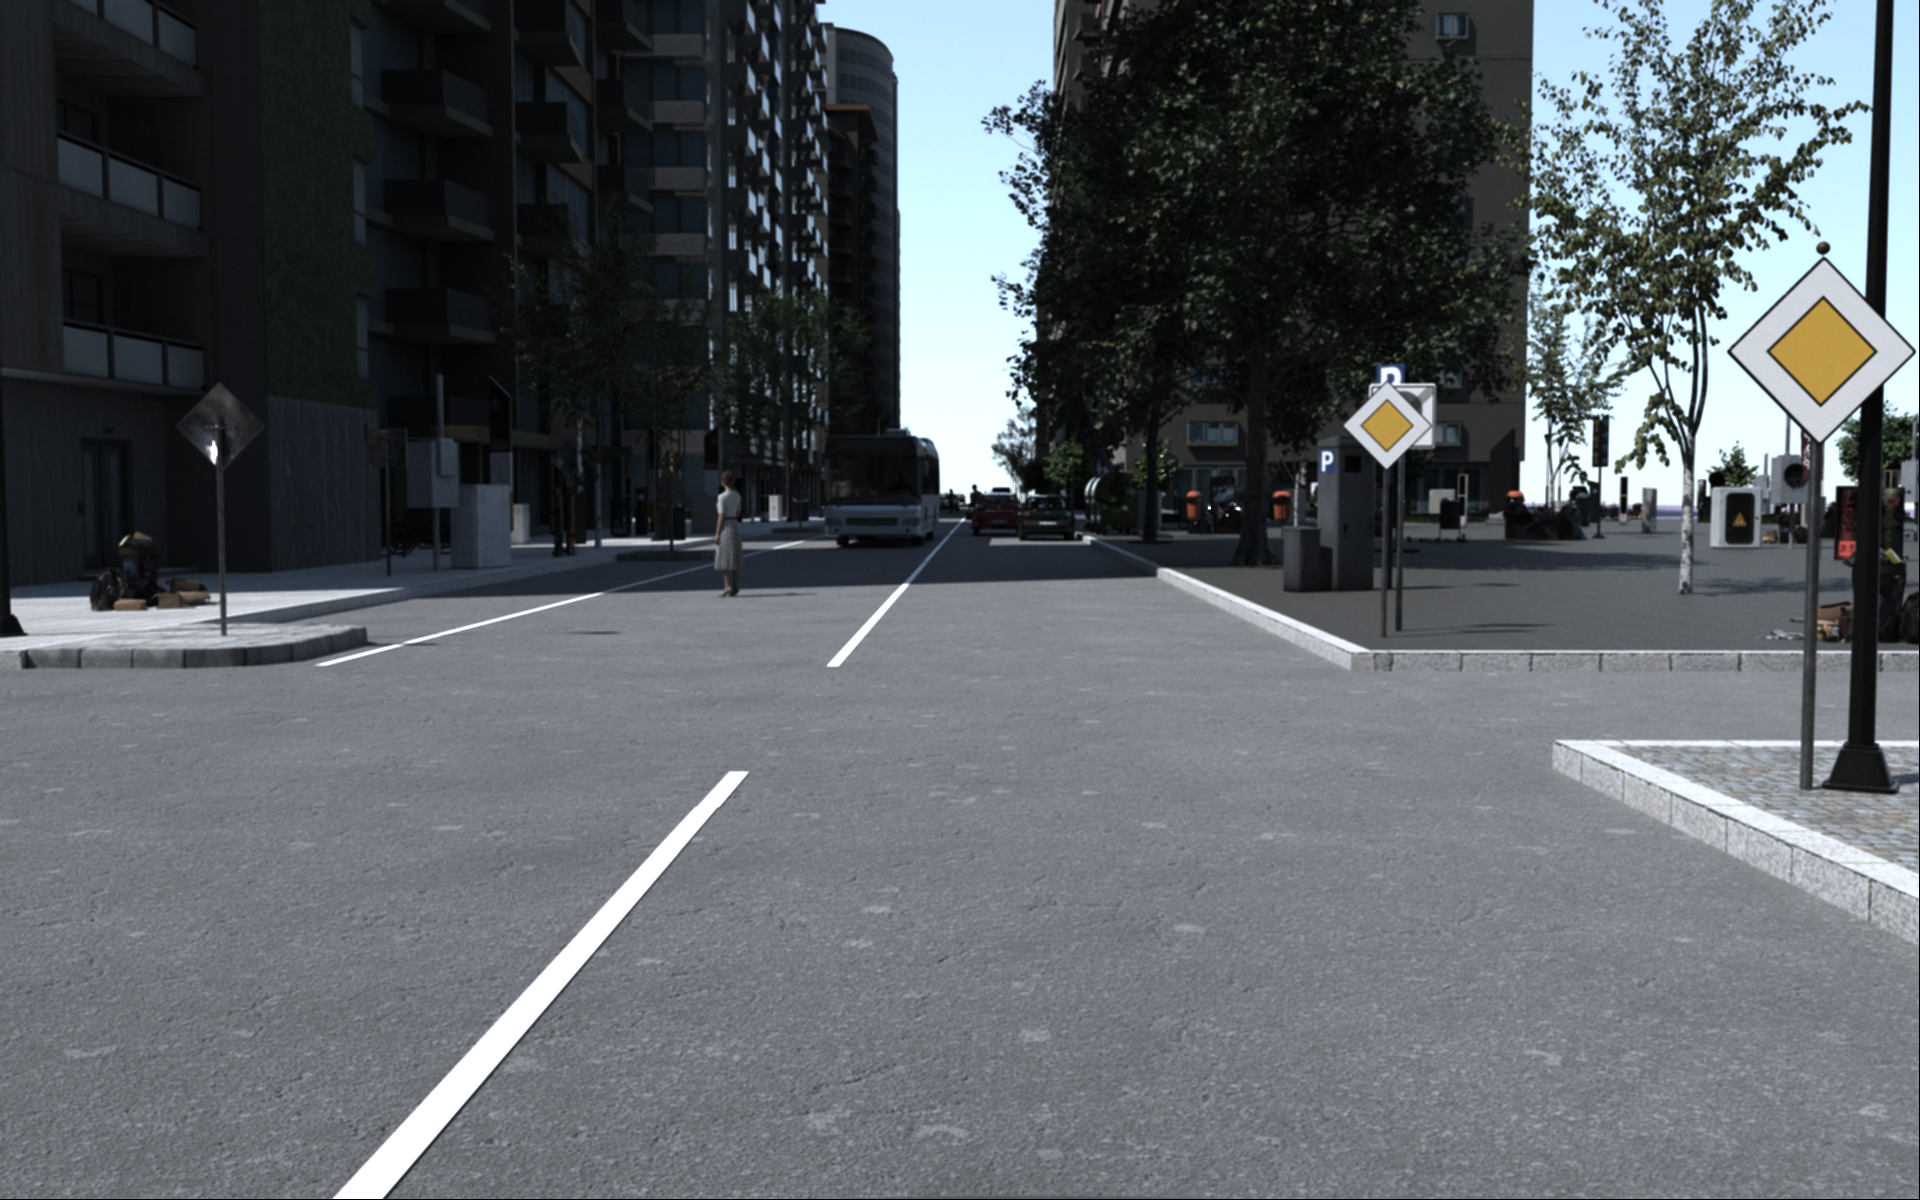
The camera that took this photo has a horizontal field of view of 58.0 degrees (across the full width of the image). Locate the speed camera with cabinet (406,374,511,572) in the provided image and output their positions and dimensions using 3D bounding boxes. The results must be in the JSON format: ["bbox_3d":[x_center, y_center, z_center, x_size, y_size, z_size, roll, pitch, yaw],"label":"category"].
[{"bbox_3d":[-8.513,-2.148,29.453,0.660,3.252,2.038,1,4,23],"label":"speed camera with cabinet"}]

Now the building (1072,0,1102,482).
[{"bbox_3d":[19.591,-28.881,126.826,22.147,44.769,28.867,0,4,1],"label":"building"}]

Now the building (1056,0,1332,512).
[{"bbox_3d":[19.473,-32.306,151.903,21.300,48.544,21.600,0,4,1],"label":"building"}]

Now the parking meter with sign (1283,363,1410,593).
[{"bbox_3d":[5.093,-1.632,22.947,1.738,3.016,0.543,-2,4,-29],"label":"parking meter with sign"}]

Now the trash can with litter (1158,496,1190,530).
[{"bbox_3d":[7.653,-3.105,61.829,2.233,1.210,1.678,-3,5,-42],"label":"trash can with litter"}]

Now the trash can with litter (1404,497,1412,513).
[{"bbox_3d":[23.222,-4.761,89.234,1.055,1.170,0.624,1,4,10],"label":"trash can with litter"}]

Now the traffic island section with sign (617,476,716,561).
[{"bbox_3d":[-6.354,-1.794,37.954,1.989,1.847,2.006,0,4,1],"label":"traffic island section with sign"}]

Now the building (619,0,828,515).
[{"bbox_3d":[-22.303,-31.624,136.664,23.786,49.044,30.456,0,4,1],"label":"building"}]

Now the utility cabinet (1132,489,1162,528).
[{"bbox_3d":[6.996,-3.458,65.209,1.173,1.500,0.318,2,4,30],"label":"utility cabinet"}]

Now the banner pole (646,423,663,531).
[{"bbox_3d":[-10.775,-4.332,60.840,0.863,3.779,0.401,-3,5,-42],"label":"banner pole"}]

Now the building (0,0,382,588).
[{"bbox_3d":[-18.269,-20.906,25.402,14.154,41.232,14.086,0,4,1],"label":"building"}]

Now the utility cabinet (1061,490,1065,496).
[{"bbox_3d":[5.362,-4.900,88.786,0.318,1.500,1.173,0,4,-3],"label":"utility cabinet"}]

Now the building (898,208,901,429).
[{"bbox_3d":[-15.620,-34.090,240.962,14.154,41.232,14.086,0,4,1],"label":"building"}]

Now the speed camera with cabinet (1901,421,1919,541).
[{"bbox_3d":[25.285,-3.204,46.721,2.038,3.252,0.660,-1,4,-14],"label":"speed camera with cabinet"}]

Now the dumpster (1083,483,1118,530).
[{"bbox_3d":[5.068,-3.426,61.768,1.264,1.857,1.865,0,4,1],"label":"dumpster"}]

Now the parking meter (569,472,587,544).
[{"bbox_3d":[-9.806,-2.369,44.451,0.255,1.863,0.399,3,5,39],"label":"parking meter"}]

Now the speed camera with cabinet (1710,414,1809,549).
[{"bbox_3d":[18.772,-2.831,40.624,2.038,3.252,0.660,0,4,2],"label":"speed camera with cabinet"}]

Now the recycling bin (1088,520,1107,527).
[{"bbox_3d":[5.451,-3.430,68.632,0.722,1.027,0.722,0,4,-2],"label":"recycling bin"}]

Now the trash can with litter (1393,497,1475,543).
[{"bbox_3d":[12.716,-2.161,46.394,2.233,1.210,1.678,1,4,11],"label":"trash can with litter"}]

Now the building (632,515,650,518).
[{"bbox_3d":[-22.940,-29.728,105.660,23.786,49.044,30.456,0,4,1],"label":"building"}]

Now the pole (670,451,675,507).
[{"bbox_3d":[-13.654,-5.409,82.285,0.158,3.312,0.155,0,3,0],"label":"pole"}]

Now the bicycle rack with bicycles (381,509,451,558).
[{"bbox_3d":[-12.149,-1.370,35.777,2.925,0.926,2.852,0,4,4],"label":"bicycle rack with bicycles"}]

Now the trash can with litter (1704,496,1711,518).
[{"bbox_3d":[39.030,-4.805,89.955,1.055,1.170,0.624,-2,4,-31],"label":"trash can with litter"}]

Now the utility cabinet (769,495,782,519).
[{"bbox_3d":[-9.640,-4.794,89.550,1.020,1.237,0.306,3,5,42],"label":"utility cabinet"}]

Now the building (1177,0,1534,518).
[{"bbox_3d":[19.570,-29.168,100.591,21.300,48.544,21.600,0,4,1],"label":"building"}]

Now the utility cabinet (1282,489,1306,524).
[{"bbox_3d":[14.232,-3.981,73.771,1.173,1.500,0.318,-3,4,-37],"label":"utility cabinet"}]

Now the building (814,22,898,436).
[{"bbox_3d":[-19.038,-41.430,219.374,21.231,58.520,28.212,0,4,1],"label":"building"}]

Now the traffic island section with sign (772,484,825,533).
[{"bbox_3d":[-5.946,-3.442,64.906,1.989,1.847,2.006,0,4,1],"label":"traffic island section with sign"}]

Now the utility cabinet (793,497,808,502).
[{"bbox_3d":[-8.032,-4.653,87.233,0.306,1.237,1.020,-2,4,-35],"label":"utility cabinet"}]

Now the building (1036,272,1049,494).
[{"bbox_3d":[16.717,-27.543,222.027,14.160,30.474,14.107,0,4,1],"label":"building"}]

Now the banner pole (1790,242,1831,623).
[{"bbox_3d":[8.447,-1.655,17.082,0.401,3.779,0.863,2,4,29],"label":"banner pole"}]

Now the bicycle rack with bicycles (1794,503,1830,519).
[{"bbox_3d":[33.067,-3.231,66.217,2.852,0.926,2.925,0,4,4],"label":"bicycle rack with bicycles"}]

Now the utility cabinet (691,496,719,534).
[{"bbox_3d":[-8.216,-2.763,56.344,1.020,1.237,0.306,0,4,-1],"label":"utility cabinet"}]

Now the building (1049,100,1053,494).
[{"bbox_3d":[20.736,-34.523,188.145,21.300,48.544,21.600,0,4,1],"label":"building"}]

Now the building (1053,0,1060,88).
[{"bbox_3d":[21.165,-48.937,238.372,20.563,71.187,20.611,0,4,1],"label":"building"}]

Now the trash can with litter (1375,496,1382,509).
[{"bbox_3d":[21.649,-4.779,89.523,0.624,1.170,1.055,0,4,-7],"label":"trash can with litter"}]

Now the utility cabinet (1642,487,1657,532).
[{"bbox_3d":[23.045,-3.008,57.858,0.318,1.500,1.173,2,4,29],"label":"utility cabinet"}]

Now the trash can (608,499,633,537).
[{"bbox_3d":[-10.161,-2.459,51.858,0.748,1.137,0.748,0,3,0],"label":"trash can"}]

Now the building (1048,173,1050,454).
[{"bbox_3d":[17.708,-34.065,207.072,14.600,45.320,14.200,0,4,1],"label":"building"}]

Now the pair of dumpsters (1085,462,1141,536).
[{"bbox_3d":[4.882,-3.218,55.115,1.574,2.255,4.437,0,4,1],"label":"pair of dumpsters"}]

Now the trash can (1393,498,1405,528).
[{"bbox_3d":[16.520,-3.305,65.691,0.748,1.137,0.748,0,3,0],"label":"trash can"}]

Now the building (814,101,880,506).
[{"bbox_3d":[-20.352,-32.826,191.323,22.147,44.769,28.867,0,4,1],"label":"building"}]

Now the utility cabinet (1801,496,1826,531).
[{"bbox_3d":[29.247,-2.948,59.354,1.020,1.237,0.306,-2,4,-32],"label":"utility cabinet"}]

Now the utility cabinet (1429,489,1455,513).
[{"bbox_3d":[23.068,-4.541,82.921,1.173,1.500,0.318,3,4,37],"label":"utility cabinet"}]

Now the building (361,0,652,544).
[{"bbox_3d":[-22.611,-24.601,56.849,22.147,44.769,28.867,0,4,1],"label":"building"}]

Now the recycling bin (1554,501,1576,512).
[{"bbox_3d":[22.450,-3.172,64.417,0.722,1.027,0.722,0,4,2],"label":"recycling bin"}]
